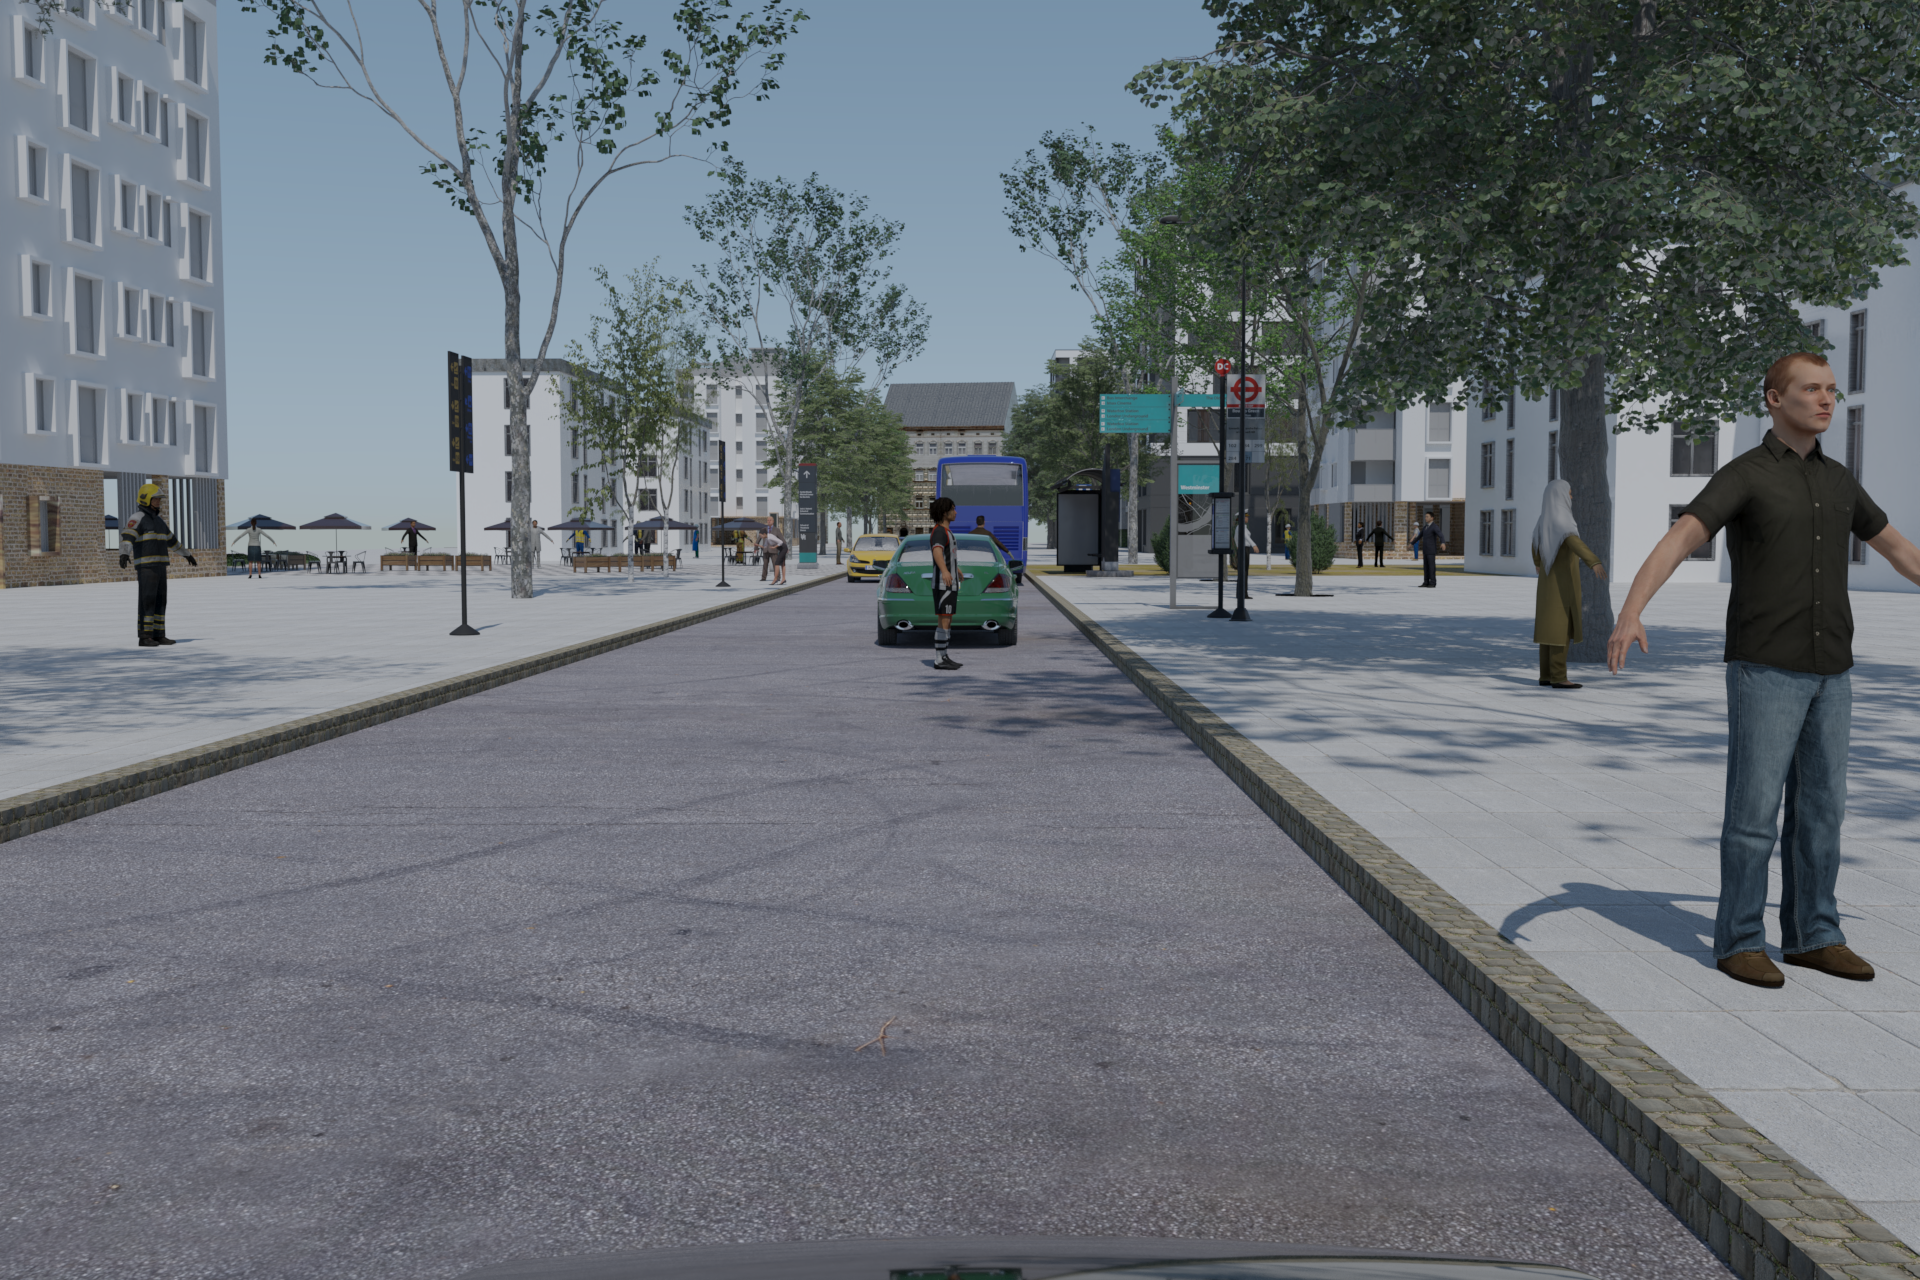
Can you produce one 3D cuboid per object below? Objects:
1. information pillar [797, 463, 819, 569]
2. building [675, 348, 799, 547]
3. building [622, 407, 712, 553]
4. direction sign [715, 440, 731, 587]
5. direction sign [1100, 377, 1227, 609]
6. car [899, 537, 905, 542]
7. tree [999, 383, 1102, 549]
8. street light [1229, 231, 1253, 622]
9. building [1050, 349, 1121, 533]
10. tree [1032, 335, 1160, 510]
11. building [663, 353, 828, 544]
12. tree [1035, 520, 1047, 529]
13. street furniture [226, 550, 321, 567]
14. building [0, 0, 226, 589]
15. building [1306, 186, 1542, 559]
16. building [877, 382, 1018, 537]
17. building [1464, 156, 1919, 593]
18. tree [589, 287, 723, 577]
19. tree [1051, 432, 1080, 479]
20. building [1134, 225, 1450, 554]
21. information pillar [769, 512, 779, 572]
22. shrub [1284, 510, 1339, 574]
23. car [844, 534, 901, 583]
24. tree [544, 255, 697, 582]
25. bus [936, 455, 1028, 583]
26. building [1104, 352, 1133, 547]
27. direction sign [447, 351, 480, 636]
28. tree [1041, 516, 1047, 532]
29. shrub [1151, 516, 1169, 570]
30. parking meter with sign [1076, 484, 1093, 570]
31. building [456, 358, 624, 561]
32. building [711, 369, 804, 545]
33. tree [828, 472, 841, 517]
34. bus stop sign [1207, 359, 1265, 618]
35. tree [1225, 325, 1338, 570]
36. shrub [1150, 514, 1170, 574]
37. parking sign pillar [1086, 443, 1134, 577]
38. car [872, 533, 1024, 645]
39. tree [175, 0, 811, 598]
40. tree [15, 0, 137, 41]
[{"bbox_3d":[-5.585,-4.542,63.637,0.750,3.857,0.750,0,3,0],"label":"information pillar"},{"bbox_3d":[-22.915,-19.598,176.847,16.016,20.090,11.380,0,4,2],"label":"building"},{"bbox_3d":[-22.924,-11.401,128.549,9.099,9.664,28.070,0,4,0],"label":"building"},{"bbox_3d":[-5.765,-3.062,42.054,0.379,3.537,0.876,0,4,1],"label":"direction sign"},{"bbox_3d":[3.632,-2.458,28.947,2.525,3.948,1.411,0,4,1],"label":"direction sign"},{"bbox_3d":[-1.906,-2.901,60.007,1.945,1.354,3.894,0,4,0],"label":"car"},{"bbox_3d":[7.621,-14.592,145.229,9.857,13.997,8.962,0,3,0],"label":"tree"},{"bbox_3d":[4.685,-3.231,25.372,1.470,5.913,1.316,0,4,1],"label":"street light"},{"bbox_3d":[24.582,-22.257,207.881,27.936,21.610,32.646,0,4,0],"label":"building"},{"bbox_3d":[7.673,-11.047,98.740,7.486,12.596,7.792,0,3,0],"label":"tree"},{"bbox_3d":[-26.891,-23.694,218.332,19.493,23.208,18.063,0,4,2],"label":"building"},{"bbox_3d":[13.946,-20.382,251.364,7.486,12.596,7.792,0,3,0],"label":"tree"},{"bbox_3d":[-29.545,-3.403,71.261,5.734,0.657,10.072,-1,4,-14],"label":"street furniture"},{"bbox_3d":[-27.465,-11.186,39.314,16.016,20.090,11.380,0,4,1],"label":"building"},{"bbox_3d":[25.018,-14.886,99.809,16.016,20.090,11.380,0,4,0],"label":"building"},{"bbox_3d":[-1.128,-25.462,249.682,18.063,23.208,19.493,1,4,10],"label":"building"},{"bbox_3d":[21.748,-6.329,45.628,9.099,9.664,28.070,0,4,0],"label":"building"},{"bbox_3d":[-8.743,-6.186,51.498,4.360,8.622,3.978,0,3,0],"label":"tree"},{"bbox_3d":[7.569,-10.567,123.128,4.360,8.622,3.978,0,3,0],"label":"tree"},{"bbox_3d":[26.655,-17.431,128.972,27.936,21.610,32.646,0,4,1],"label":"building"},{"bbox_3d":[-6.325,-3.329,58.923,0.304,2.012,0.304,0,4,1],"label":"information pillar"},{"bbox_3d":[11.232,-3.134,55.287,1.661,2.075,1.752,0,3,0],"label":"shrub"},{"bbox_3d":[-2.458,-2.569,52.228,2.015,1.641,3.980,0,4,1],"label":"car"},{"bbox_3d":[-8.872,-5.857,46.133,4.737,8.622,4.395,0,3,0],"label":"tree"},{"bbox_3d":[0.660,-3.773,53.242,2.896,3.916,12.251,0,4,1],"label":"bus"},{"bbox_3d":[24.078,-18.898,175.433,16.747,18.905,31.486,0,4,1],"label":"building"},{"bbox_3d":[-6.297,-1.830,21.914,0.379,3.537,0.876,0,4,2],"label":"direction sign"},{"bbox_3d":[12.508,-17.954,243.911,4.737,8.622,4.395,0,3,0],"label":"tree"},{"bbox_3d":[7.434,-3.407,60.127,1.690,2.028,1.600,0,3,0],"label":"shrub"},{"bbox_3d":[4.358,-3.894,59.929,0.543,3.016,1.738,0,4,-1],"label":"parking meter with sign"},{"bbox_3d":[-23.257,-9.469,96.958,9.099,9.664,28.070,0,4,1],"label":"building"},{"bbox_3d":[-23.716,-20.655,194.131,16.016,20.090,11.380,0,4,0],"label":"building"},{"bbox_3d":[-20.661,-20.822,250.806,12.009,13.543,11.850,0,3,0],"label":"tree"},{"bbox_3d":[4.216,-2.309,26.450,0.855,3.939,0.416,0,4,1],"label":"bus stop sign"},{"bbox_3d":[10.826,-6.815,61.792,4.360,8.622,3.978,0,3,0],"label":"tree"},{"bbox_3d":[6.829,-3.059,54.053,1.661,2.075,1.752,0,3,0],"label":"shrub"},{"bbox_3d":[4.522,-3.893,52.121,1.447,3.967,1.447,0,4,0],"label":"parking sign pillar"},{"bbox_3d":[-0.166,-0.730,23.738,2.131,1.459,4.920,0,4,0],"label":"car"},{"bbox_3d":[-9.292,-10.811,32.646,12.611,20.169,13.585,0,3,0],"label":"tree"},{"bbox_3d":[-8.913,-6.021,8.813,12.009,13.543,11.850,0,3,0],"label":"tree"}]
